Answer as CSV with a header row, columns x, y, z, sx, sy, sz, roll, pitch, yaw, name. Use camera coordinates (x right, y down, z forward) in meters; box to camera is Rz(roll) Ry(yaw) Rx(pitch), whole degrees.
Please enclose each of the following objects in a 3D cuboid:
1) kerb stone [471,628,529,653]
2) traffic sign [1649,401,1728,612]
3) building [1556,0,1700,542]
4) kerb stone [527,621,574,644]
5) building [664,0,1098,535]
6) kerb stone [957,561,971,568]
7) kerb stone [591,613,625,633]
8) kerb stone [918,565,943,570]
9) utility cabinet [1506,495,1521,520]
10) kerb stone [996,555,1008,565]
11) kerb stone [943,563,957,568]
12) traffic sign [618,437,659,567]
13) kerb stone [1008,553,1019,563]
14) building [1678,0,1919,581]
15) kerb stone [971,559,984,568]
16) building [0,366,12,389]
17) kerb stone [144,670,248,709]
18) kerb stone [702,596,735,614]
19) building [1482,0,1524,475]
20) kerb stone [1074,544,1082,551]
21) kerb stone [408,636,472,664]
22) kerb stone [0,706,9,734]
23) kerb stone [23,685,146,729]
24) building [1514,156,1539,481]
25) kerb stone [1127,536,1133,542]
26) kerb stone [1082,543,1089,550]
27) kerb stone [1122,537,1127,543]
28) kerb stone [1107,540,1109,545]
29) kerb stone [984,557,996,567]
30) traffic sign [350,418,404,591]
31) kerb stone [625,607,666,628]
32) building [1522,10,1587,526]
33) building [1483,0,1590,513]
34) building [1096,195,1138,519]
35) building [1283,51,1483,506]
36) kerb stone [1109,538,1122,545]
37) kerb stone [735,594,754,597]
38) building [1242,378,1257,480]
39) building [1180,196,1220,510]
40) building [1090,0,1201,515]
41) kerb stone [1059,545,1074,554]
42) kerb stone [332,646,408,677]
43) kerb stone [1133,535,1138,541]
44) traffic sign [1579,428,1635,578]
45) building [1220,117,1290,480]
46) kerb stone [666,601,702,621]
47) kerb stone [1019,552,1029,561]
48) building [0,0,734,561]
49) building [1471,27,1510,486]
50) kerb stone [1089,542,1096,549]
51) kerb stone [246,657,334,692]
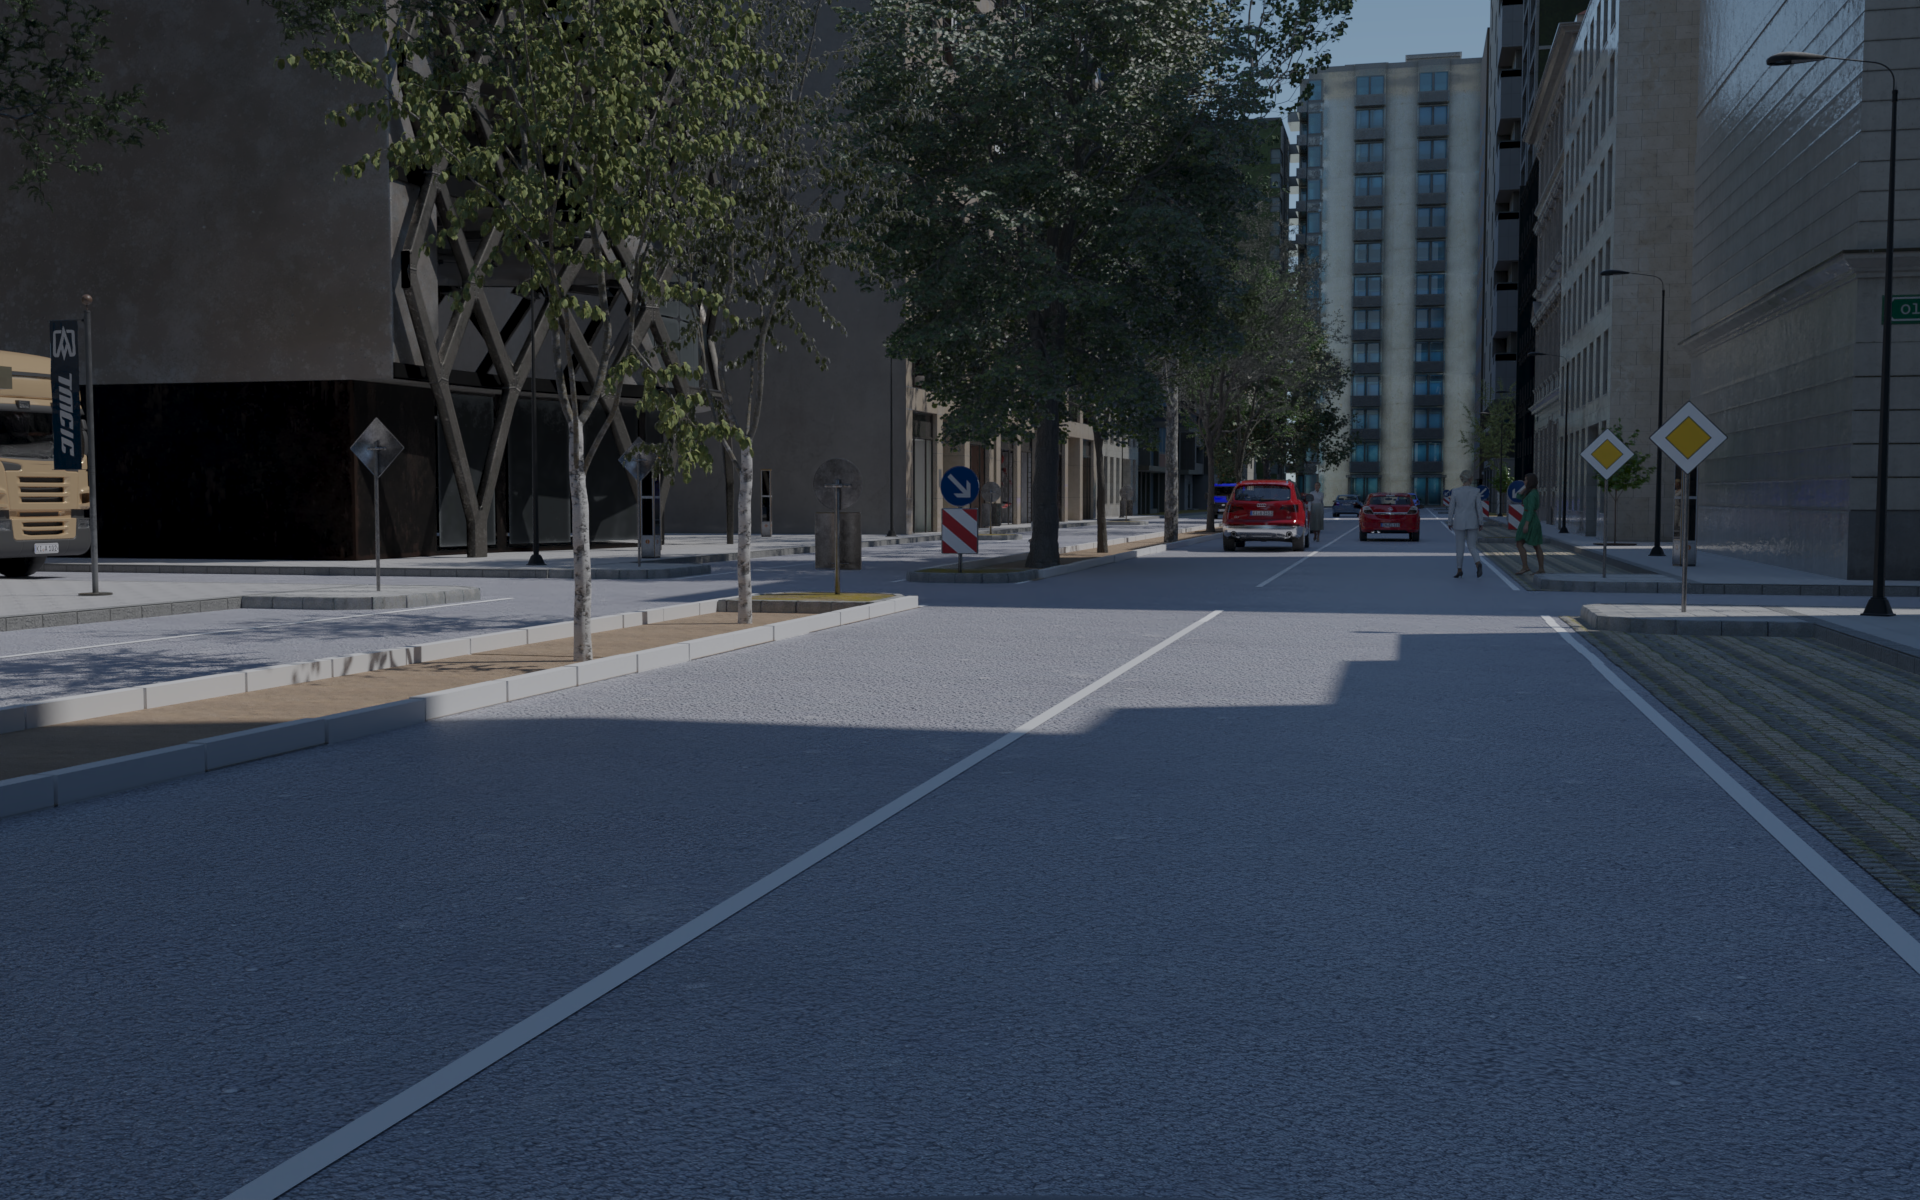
x,y,z,sx,sy,sz,roll,pitch,yaw,name
-4.292,0.387,15.944,0.120,0.150,1.000,1,4,15,kerb stone
7.854,-0.923,18.739,0.795,2.450,0.064,1,4,15,traffic sign
24.573,-12.117,52.871,10.420,20.320,16.860,1,4,15,building
-4.028,0.322,16.932,0.120,0.150,1.000,1,4,15,kerb stone
-6.707,-16.397,72.610,19.350,26.468,34.151,1,4,15,building
-0.023,-0.618,32.306,0.120,0.150,1.000,1,4,15,kerb stone
-3.768,0.264,17.921,0.120,0.150,1.000,1,4,15,kerb stone
-0.539,-0.492,30.323,0.120,0.150,1.000,1,4,15,kerb stone
27.049,-4.477,84.363,1.020,1.237,0.306,-3,4,-37,utility cabinet
0.756,-0.800,35.282,0.120,0.150,1.000,1,4,15,kerb stone
-0.282,-0.556,31.313,0.120,0.150,1.000,1,4,15,kerb stone
-5.657,-1.644,30.515,0.795,2.450,0.064,1,4,15,traffic sign
1.016,-0.858,36.270,0.120,0.150,1.000,1,4,15,kerb stone
35.950,-15.335,27.149,44.131,29.872,17.030,1,4,15,building
0.238,-0.679,33.294,0.120,0.150,1.000,1,4,15,kerb stone
-29.507,-22.076,15.567,28.867,44.769,22.147,1,4,15,building
-5.317,0.626,11.967,0.120,0.150,1.000,1,4,15,kerb stone
-2.992,0.080,20.892,0.120,0.150,1.000,1,4,15,kerb stone
57.157,-33.701,140.250,28.713,52.752,27.495,1,4,15,building
2.818,-1.283,43.216,0.120,0.150,1.000,1,4,15,kerb stone
-4.545,0.448,14.940,0.120,0.150,1.000,1,4,15,kerb stone
-5.831,0.747,9.989,0.120,0.150,1.000,1,4,15,kerb stone
-5.581,0.686,10.980,0.120,0.150,1.000,1,4,15,kerb stone
35.461,-15.840,88.662,12.332,23.373,15.834,1,4,15,building
4.901,-1.772,51.163,0.120,0.150,1.000,1,4,15,kerb stone
3.074,-1.342,44.206,0.120,0.150,1.000,1,4,15,kerb stone
4.626,-1.711,50.174,0.120,0.150,1.000,1,4,15,kerb stone
3.855,-1.526,47.185,0.120,0.150,1.000,1,4,15,kerb stone
0.493,-0.738,34.284,0.120,0.150,1.000,1,4,15,kerb stone
-7.669,-1.171,22.787,0.795,2.450,0.064,1,4,15,traffic sign
-3.503,0.201,18.911,0.120,0.150,1.000,1,4,15,kerb stone
29.681,-14.368,71.077,11.583,22.565,21.152,1,4,15,building
47.034,-41.510,116.938,20.563,71.187,20.611,1,4,15,building
3.546,-14.794,96.638,10.420,20.320,16.860,1,4,15,building
51.706,-34.949,191.021,30.456,49.044,23.786,1,4,15,building
4.380,-1.644,49.181,0.120,0.150,1.000,1,4,15,kerb stone
-2.737,0.022,21.882,0.120,0.150,1.000,1,4,15,kerb stone
13.225,-19.812,168.973,28.899,21.520,27.650,1,4,15,building
13.332,-22.534,140.137,14.160,30.474,14.107,1,4,15,building
4.678,-28.450,119.786,22.147,44.769,28.867,1,4,15,building
2.555,-1.224,42.223,0.120,0.150,1.000,1,4,15,kerb stone
-4.798,0.504,13.950,0.120,0.150,1.000,1,4,15,kerb stone
5.147,-1.832,52.156,0.120,0.150,1.000,1,4,15,kerb stone
9.866,-1.396,26.468,0.795,2.450,0.064,1,4,15,traffic sign
29.066,-31.137,192.682,14.086,41.232,14.154,1,4,15,building
-3.250,0.140,19.901,0.120,0.150,1.000,1,4,15,kerb stone
1.265,-0.922,37.267,0.120,0.150,1.000,1,4,15,kerb stone
-14.444,-10.671,41.919,16.820,18.784,16.811,1,4,15,building
56.020,-31.343,162.575,14.600,45.320,14.200,1,4,15,building
3.331,-1.407,45.201,0.120,0.150,1.000,1,4,15,kerb stone
-5.058,0.565,12.959,0.120,0.150,1.000,1,4,15,kerb stone
